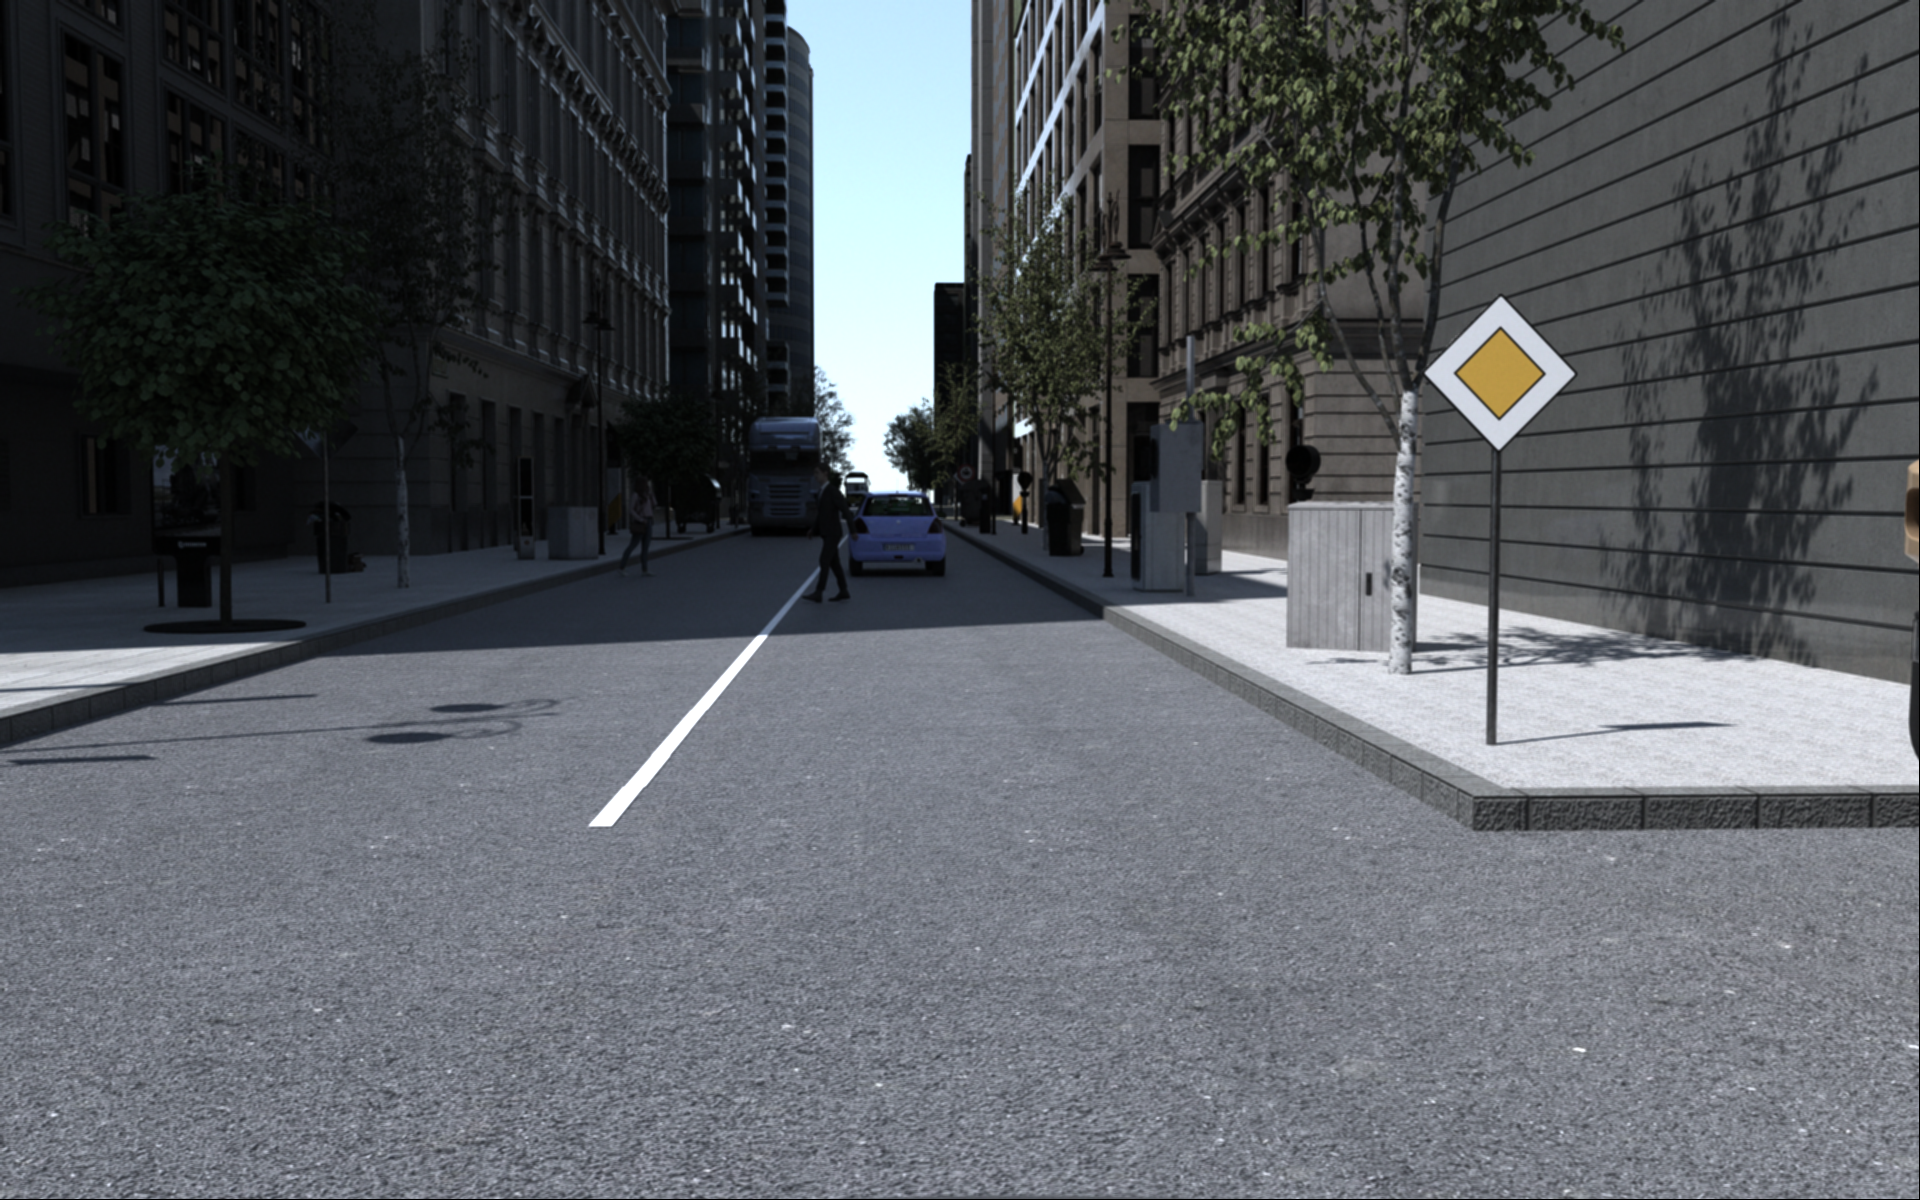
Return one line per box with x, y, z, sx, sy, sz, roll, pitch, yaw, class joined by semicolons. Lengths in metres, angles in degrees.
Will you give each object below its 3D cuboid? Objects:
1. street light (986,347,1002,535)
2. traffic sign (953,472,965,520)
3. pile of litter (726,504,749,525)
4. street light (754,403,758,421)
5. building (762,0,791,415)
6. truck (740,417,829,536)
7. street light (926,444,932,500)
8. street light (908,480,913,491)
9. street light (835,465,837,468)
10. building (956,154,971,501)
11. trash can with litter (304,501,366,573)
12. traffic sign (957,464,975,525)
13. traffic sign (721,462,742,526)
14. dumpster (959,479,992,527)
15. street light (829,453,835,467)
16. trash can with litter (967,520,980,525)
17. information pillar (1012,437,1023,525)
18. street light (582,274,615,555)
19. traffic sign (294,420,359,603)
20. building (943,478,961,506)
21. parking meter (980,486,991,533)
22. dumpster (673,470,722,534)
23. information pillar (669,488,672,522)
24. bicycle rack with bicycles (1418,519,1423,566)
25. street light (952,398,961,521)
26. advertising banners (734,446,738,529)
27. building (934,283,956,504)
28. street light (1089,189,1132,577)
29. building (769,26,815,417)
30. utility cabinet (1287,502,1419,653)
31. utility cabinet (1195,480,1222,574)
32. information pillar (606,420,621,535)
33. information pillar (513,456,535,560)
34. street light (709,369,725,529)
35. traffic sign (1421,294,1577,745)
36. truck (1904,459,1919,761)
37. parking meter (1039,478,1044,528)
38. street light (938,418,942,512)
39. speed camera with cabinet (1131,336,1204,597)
1.070;-5.005;54.614;0.468;5.910;1.993;0;4;-3;street light
0.092;-4.387;72.916;0.795;2.450;0.064;0;4;1;traffic sign
-9.320;-3.628;73.279;1.176;0.858;1.719;0;4;-3;pile of litter
-9.961;-6.900;85.600;0.468;5.910;1.993;0;4;-3;street light
-28.118;-53.262;183.512;22.319;86.520;31.000;0;4;-3;building
-6.317;-4.689;66.423;2.967;4.110;18.799;0;4;-3;truck
-2.355;-9.743;132.081;0.468;5.910;1.993;0;4;-3;street light
-7.211;-16.520;242.891;0.468;5.910;1.993;0;4;-3;street light
-16.096;-15.421;224.926;0.468;5.910;1.993;0;4;-3;street light
7.259;-23.154;150.262;14.160;30.474;14.107;0;4;-3;building
-10.163;-1.031;28.245;0.624;1.170;1.055;0;4;7;trash can with litter
0.267;-4.426;72.469;0.768;2.556;0.104;0;4;4;traffic sign
-9.307;-4.317;70.585;0.884;2.594;0.081;0;4;5;traffic sign
0.608;-3.821;68.226;1.264;1.857;1.865;0;4;-2;dumpster
-14.784;-13.687;196.565;0.468;5.910;1.993;0;4;-3;street light
0.620;-3.658;71.198;0.624;1.170;1.055;-1;4;-19;trash can with litter
2.365;-4.877;71.090;0.504;3.616;0.183;3;5;44;information pillar
-7.589;-3.897;36.500;0.468;5.910;1.993;0;4;-3;street light
-7.429;-1.170;20.307;0.795;2.450;0.064;0;4;3;traffic sign
14.181;-32.170;217.860;32.217;40.220;23.993;0;4;-3;building
0.823;-2.944;56.547;0.372;1.533;0.369;0;3;0;parking meter
-8.684;-3.336;57.039;1.502;2.255;1.985;0;4;-2;dumpster
-13.534;-5.418;79.946;0.183;3.616;0.504;1;4;19;information pillar
8.433;-0.897;28.053;2.852;0.926;2.925;2;4;31;bicycle rack with bicycles
-0.174;-6.771;83.500;0.468;5.910;1.993;0;4;-3;street light
-8.305;-4.156;64.139;0.090;3.025;2.074;0;4;-5;advertising banners
3.372;-28.441;236.713;14.160;30.474;14.107;0;4;-3;building
2.296;-3.295;26.667;0.468;5.910;1.993;0;4;-3;street light
-29.158;-41.138;214.607;21.231;58.520;28.212;0;4;-3;building
3.225;-0.190;14.274;1.020;1.237;0.306;2;4;31;utility cabinet
3.937;-1.170;27.812;0.318;1.500;1.173;1;4;20;utility cabinet
-10.919;-3.870;54.629;0.504;3.616;0.183;2;4;28;information pillar
-8.521;-1.800;33.930;0.304;2.012;0.304;-2;4;-23;information pillar
-8.976;-5.582;64.061;0.468;5.910;1.993;0;4;-3;street light
2.715;-0.315;8.795;0.795;2.450;0.064;0;4;-3;traffic sign
8.248;-0.986;5.031;11.283;4.237;2.839;0;4;-1;truck
3.079;-3.618;64.865;0.255;1.863;0.399;0;4;3;parking meter
-1.135;-7.983;103.314;0.468;5.910;1.993;0;4;-3;street light
2.655;-1.719;22.439;0.660;3.252;2.038;0;4;-4;speed camera with cabinet
